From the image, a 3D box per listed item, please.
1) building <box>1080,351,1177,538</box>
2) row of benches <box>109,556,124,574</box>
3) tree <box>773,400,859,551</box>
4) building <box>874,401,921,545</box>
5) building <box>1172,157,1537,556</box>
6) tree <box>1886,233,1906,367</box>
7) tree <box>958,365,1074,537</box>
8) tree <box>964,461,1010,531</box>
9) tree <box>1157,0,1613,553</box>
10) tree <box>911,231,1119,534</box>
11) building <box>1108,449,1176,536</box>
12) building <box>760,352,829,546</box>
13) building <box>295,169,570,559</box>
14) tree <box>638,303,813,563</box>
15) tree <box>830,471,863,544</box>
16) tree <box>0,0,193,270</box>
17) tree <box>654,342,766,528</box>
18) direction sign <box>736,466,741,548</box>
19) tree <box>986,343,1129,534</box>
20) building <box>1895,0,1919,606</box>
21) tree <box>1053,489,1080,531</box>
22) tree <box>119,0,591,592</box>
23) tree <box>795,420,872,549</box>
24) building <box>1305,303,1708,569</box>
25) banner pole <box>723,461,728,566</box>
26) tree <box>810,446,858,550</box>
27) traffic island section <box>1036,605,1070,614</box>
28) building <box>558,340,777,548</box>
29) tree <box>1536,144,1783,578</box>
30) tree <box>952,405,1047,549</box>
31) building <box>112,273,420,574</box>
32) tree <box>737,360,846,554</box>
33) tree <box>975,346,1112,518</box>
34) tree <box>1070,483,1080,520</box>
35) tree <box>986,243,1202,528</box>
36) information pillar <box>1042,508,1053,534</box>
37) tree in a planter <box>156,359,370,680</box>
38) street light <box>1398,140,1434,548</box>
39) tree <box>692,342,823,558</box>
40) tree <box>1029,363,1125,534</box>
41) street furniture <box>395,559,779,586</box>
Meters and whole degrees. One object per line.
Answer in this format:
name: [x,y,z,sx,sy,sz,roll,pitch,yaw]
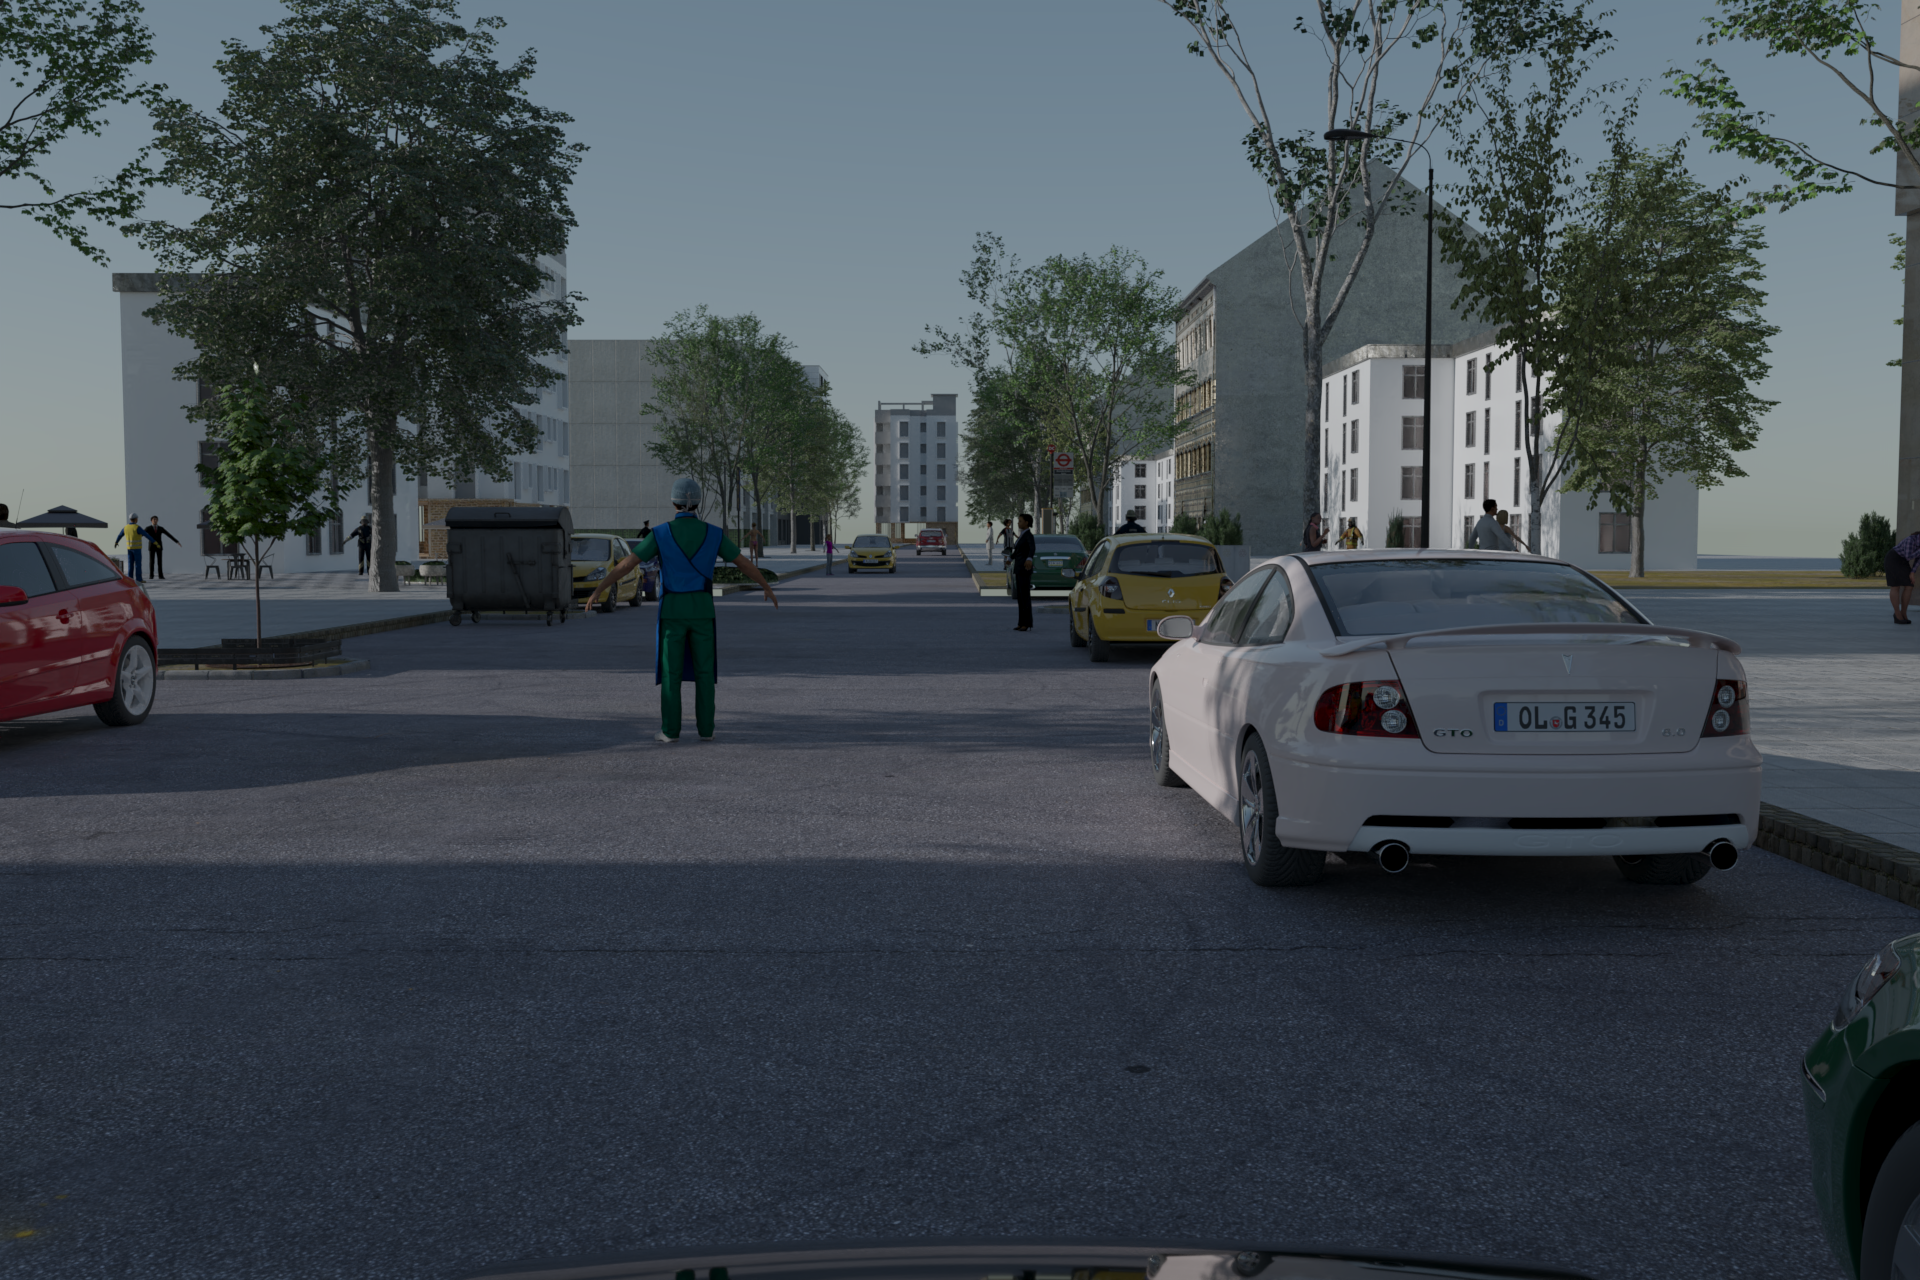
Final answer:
building: [24.542,-23.196,210.179,19.493,23.208,18.063,0,4,0]
row of benches: [-25.027,-1.958,47.472,4.104,0.672,1.422,-1,4,-15]
tree: [-11.179,-12.465,129.551,9.928,11.665,9.643,0,3,0]
building: [-11.398,-23.138,237.186,11.380,20.090,16.016,0,4,-1]
building: [24.125,-17.104,110.571,19.493,23.208,18.063,0,3,0]
tree: [25.902,-7.524,41.150,7.486,12.596,7.792,0,3,0]
tree: [4.714,-13.665,130.079,9.857,13.997,8.962,0,3,0]
tree: [4.298,-19.410,235.485,7.486,12.596,7.792,0,3,0]
tree: [9.200,-11.097,37.324,12.611,20.169,13.585,0,3,0]
tree: [3.788,-15.492,109.188,12.611,20.169,13.585,0,3,0]
building: [21.488,-14.782,183.830,9.099,9.664,28.070,0,4,-1]
building: [-30.951,-22.240,207.597,27.936,21.610,32.646,0,4,0]
building: [-28.264,-14.321,90.568,16.016,20.090,11.380,0,4,0]
tree: [-10.447,-9.275,77.399,9.928,11.665,9.643,0,3,0]
tree: [-16.348,-18.104,230.415,7.601,10.594,8.767,0,4,2]
tree: [-13.213,-5.788,20.387,9.928,11.665,9.643,0,3,0]
tree: [-10.073,-7.113,66.657,4.360,8.622,3.978,0,3,0]
direction sign: [-7.473,-4.066,58.474,0.379,3.537,0.876,0,4,-1]
tree: [4.750,-9.199,84.822,7.601,10.594,8.767,0,4,5]
building: [26.837,-14.963,10.871,22.709,31.103,35.509,0,4,-1]
tree: [13.958,-17.206,231.678,4.737,8.622,4.395,0,3,0]
tree: [-12.963,-8.045,38.190,9.857,13.997,8.962,0,3,0]
tree: [-11.031,-13.465,145.910,9.928,11.665,9.643,0,3,0]
building: [22.559,-8.238,76.845,9.099,9.664,28.070,0,3,0]
banner pole: [-8.089,-4.276,59.935,0.401,3.779,0.863,0,4,1]
tree: [-10.882,-11.398,136.720,4.360,8.622,3.978,0,3,0]
traffic island section: [2.416,-0.560,32.021,1.991,0.108,1.994,0,3,0]
building: [-28.358,-18.772,173.383,16.747,18.905,31.486,0,3,0]
tree: [20.432,-8.134,51.111,7.486,12.596,7.792,0,3,0]
tree: [4.357,-14.344,144.889,12.009,13.543,11.850,0,3,0]
building: [-26.639,-7.810,69.834,9.099,9.664,28.070,0,4,-1]
tree: [-11.256,-11.964,113.740,7.486,12.596,7.792,0,3,0]
tree: [4.607,-10.405,95.880,9.928,11.665,9.643,0,3,0]
tree: [17.426,-17.619,238.435,4.360,8.622,3.978,0,3,0]
tree: [5.023,-8.423,63.464,9.928,11.665,9.643,0,3,0]
information pillar: [2.508,-2.772,49.809,0.304,2.012,0.304,0,4,-1]
tree in a planter: [-7.281,-1.264,17.896,1.991,3.239,1.994,0,4,-1]
street light: [5.947,-2.904,20.022,1.470,5.913,1.316,0,4,-1]
tree: [-11.004,-10.281,93.842,9.928,11.665,9.643,0,3,0]
tree: [4.816,-7.645,75.353,4.737,8.622,4.395,0,3,0]
street furniture: [-9.954,-1.755,44.322,10.072,0.657,5.734,1,4,14]
